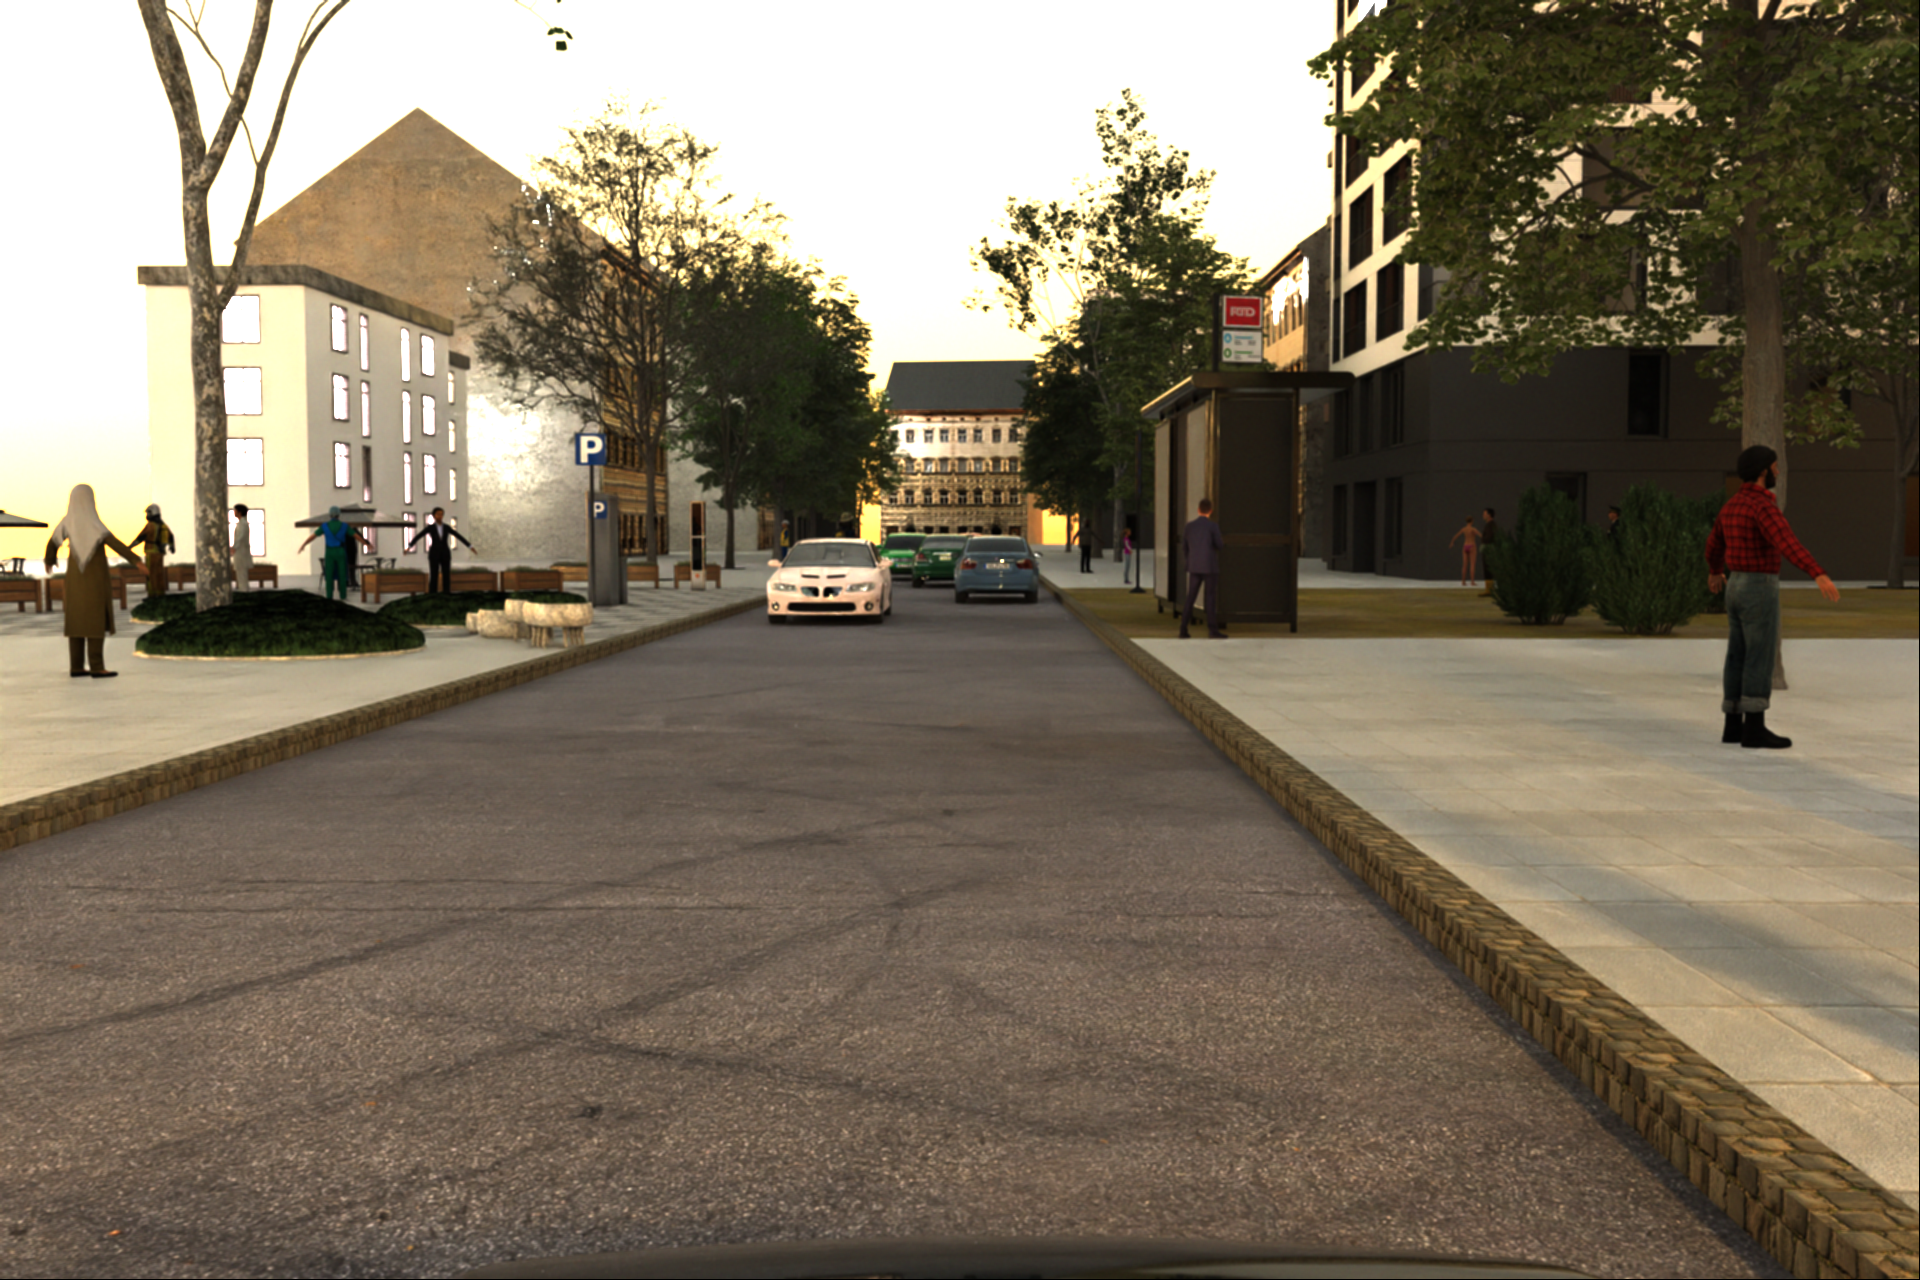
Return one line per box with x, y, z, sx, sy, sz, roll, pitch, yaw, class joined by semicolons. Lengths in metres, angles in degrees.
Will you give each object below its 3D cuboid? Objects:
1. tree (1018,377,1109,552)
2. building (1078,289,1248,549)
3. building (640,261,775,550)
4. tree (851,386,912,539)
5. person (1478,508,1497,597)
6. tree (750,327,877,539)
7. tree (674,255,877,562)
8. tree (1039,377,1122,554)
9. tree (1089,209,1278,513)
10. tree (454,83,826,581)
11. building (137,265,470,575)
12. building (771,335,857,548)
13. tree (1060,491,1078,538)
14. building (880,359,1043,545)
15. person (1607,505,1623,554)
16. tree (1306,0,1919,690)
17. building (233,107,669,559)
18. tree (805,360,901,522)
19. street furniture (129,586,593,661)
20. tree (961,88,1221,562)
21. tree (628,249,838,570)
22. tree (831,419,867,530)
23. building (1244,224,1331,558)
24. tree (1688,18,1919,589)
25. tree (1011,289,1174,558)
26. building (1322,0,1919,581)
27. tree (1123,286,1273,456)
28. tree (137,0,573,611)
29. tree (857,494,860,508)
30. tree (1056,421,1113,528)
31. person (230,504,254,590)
7.685;-12.456;121.781;7.486;12.596;7.792;0;3;0;tree
24.844;-19.379;160.821;27.936;21.610;32.646;0;4;1;building
-25.171;-19.232;145.379;19.493;23.208;18.063;0;3;0;building
-7.240;-11.990;121.799;9.928;11.665;9.643;0;3;0;tree
10.818;-1.798;35.543;0.704;1.812;1.346;1;4;21;person
-8.226;-10.816;94.965;7.486;12.596;7.792;0;3;0;tree
-8.462;-10.574;79.538;9.857;13.997;8.962;0;3;0;tree
8.391;-11.397;112.099;9.928;11.665;9.643;0;3;0;tree
7.906;-8.750;61.185;7.486;12.596;7.792;0;3;0;tree
-8.589;-8.391;47.557;12.009;13.543;11.850;0;3;0;tree
-24.440;-7.716;68.299;9.099;9.664;28.070;0;4;2;building
-25.671;-20.344;176.593;27.936;21.610;32.646;0;4;1;building
14.063;-16.424;218.899;4.737;8.622;4.395;0;3;0;tree
0.539;-23.523;217.987;18.063;23.208;19.493;1;4;8;building
12.718;-1.699;33.722;0.705;1.837;1.347;1;4;20;person
6.293;-5.865;14.014;7.486;12.596;7.792;0;3;0;tree
-27.663;-16.377;98.693;19.493;23.208;18.063;0;4;1;building
-7.574;-11.875;112.291;7.486;12.596;7.792;0;3;0;tree
-7.933;-0.423;22.540;5.734;0.657;10.072;-1;4;-22;street furniture
6.346;-13.499;76.592;12.611;20.169;13.585;0;3;0;tree
-8.317;-8.374;62.663;9.928;11.665;9.643;0;3;0;tree
-7.287;-9.335;102.988;4.737;8.622;4.395;0;3;0;tree
27.443;-16.437;99.680;19.493;23.208;18.063;0;4;1;building
22.078;-7.940;40.184;12.009;13.543;11.850;0;3;0;tree
7.342;-11.320;91.731;9.857;13.997;8.962;0;3;0;tree
26.995;-13.395;62.977;27.936;21.610;32.646;0;4;1;building
7.315;-6.196;51.670;4.737;8.622;4.395;0;3;0;tree
-8.299;-10.004;19.452;12.611;20.169;13.585;0;3;0;tree
-13.588;-16.089;213.409;4.360;8.622;3.978;0;3;0;tree
7.523;-9.329;102.890;4.737;8.622;4.395;0;3;0;tree
-12.684;-1.488;30.517;0.705;1.806;1.347;-1;4;-16;person
